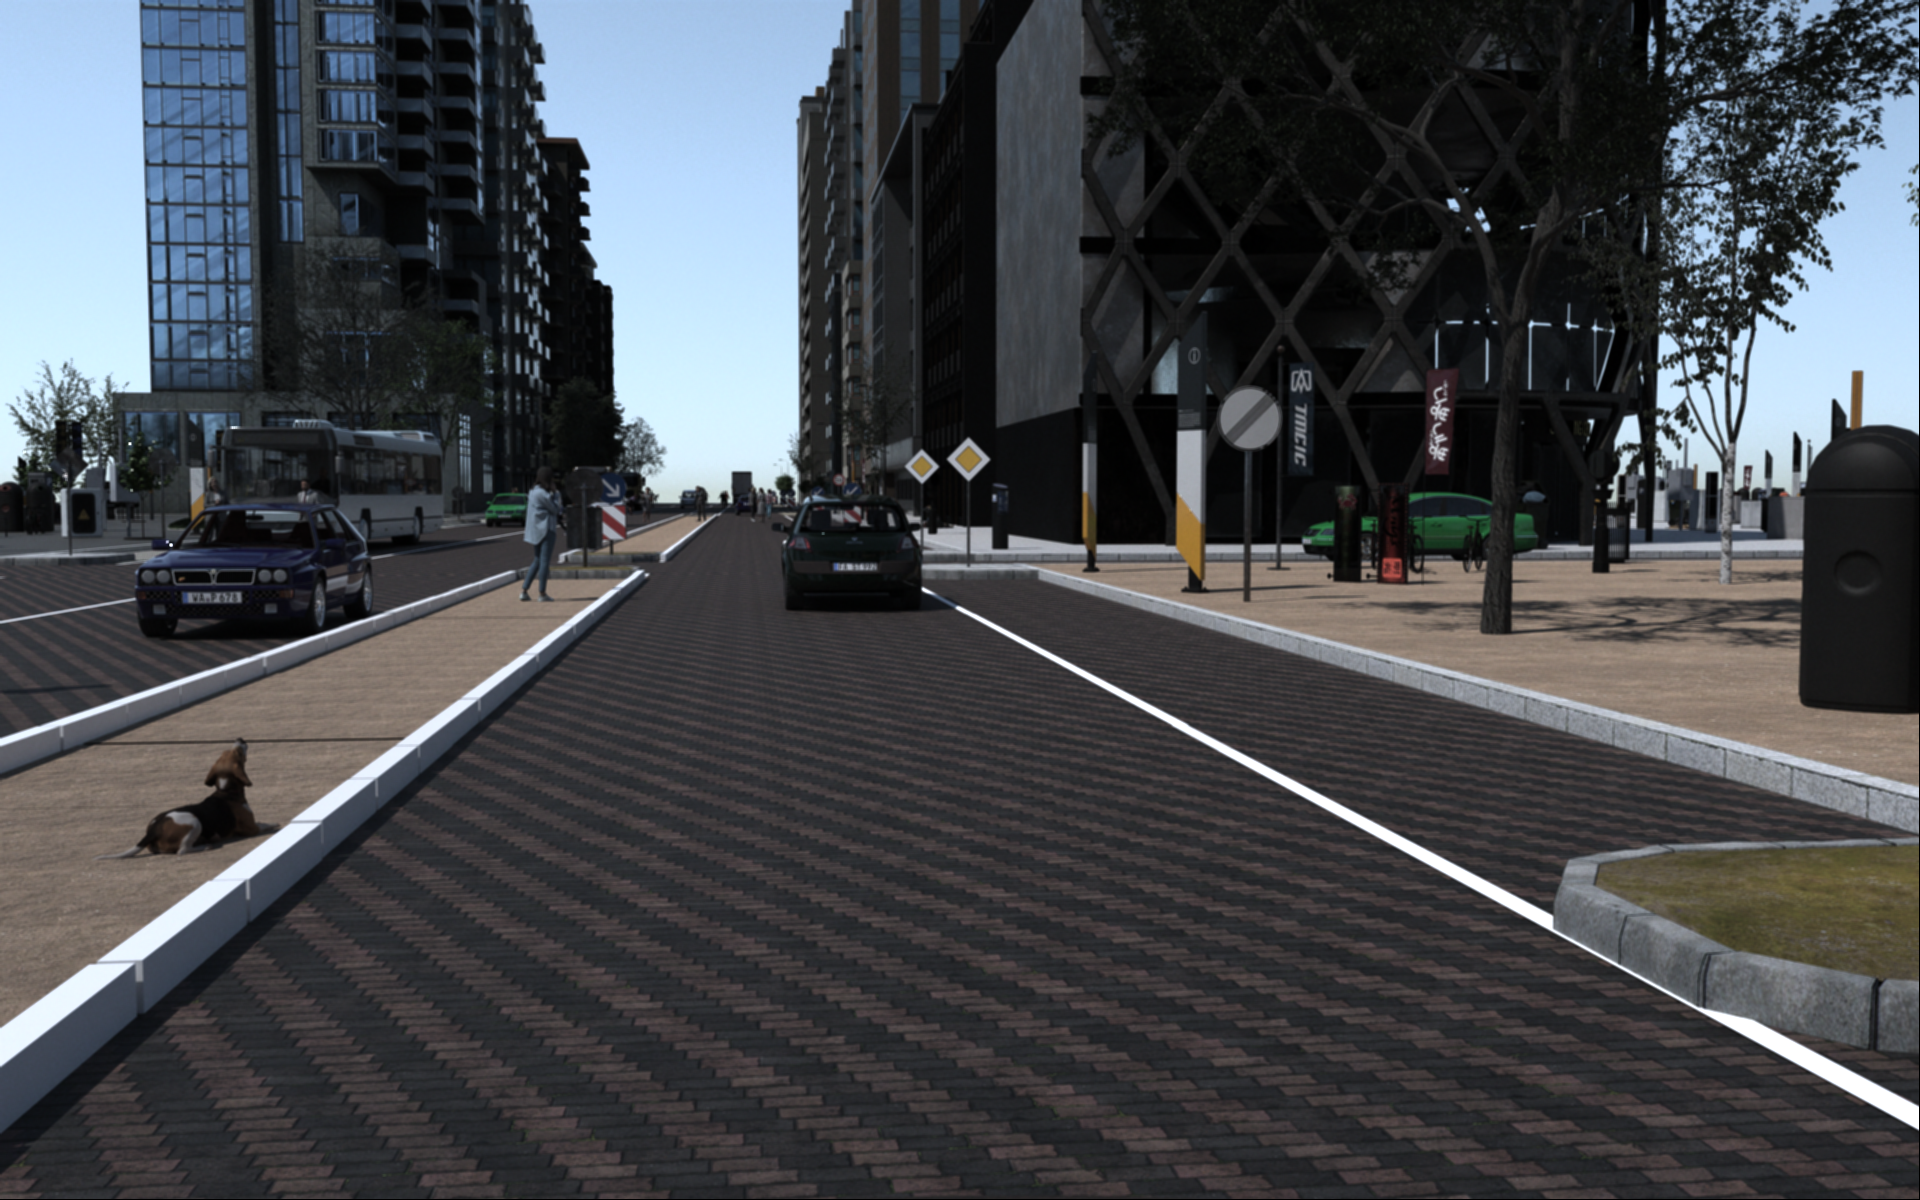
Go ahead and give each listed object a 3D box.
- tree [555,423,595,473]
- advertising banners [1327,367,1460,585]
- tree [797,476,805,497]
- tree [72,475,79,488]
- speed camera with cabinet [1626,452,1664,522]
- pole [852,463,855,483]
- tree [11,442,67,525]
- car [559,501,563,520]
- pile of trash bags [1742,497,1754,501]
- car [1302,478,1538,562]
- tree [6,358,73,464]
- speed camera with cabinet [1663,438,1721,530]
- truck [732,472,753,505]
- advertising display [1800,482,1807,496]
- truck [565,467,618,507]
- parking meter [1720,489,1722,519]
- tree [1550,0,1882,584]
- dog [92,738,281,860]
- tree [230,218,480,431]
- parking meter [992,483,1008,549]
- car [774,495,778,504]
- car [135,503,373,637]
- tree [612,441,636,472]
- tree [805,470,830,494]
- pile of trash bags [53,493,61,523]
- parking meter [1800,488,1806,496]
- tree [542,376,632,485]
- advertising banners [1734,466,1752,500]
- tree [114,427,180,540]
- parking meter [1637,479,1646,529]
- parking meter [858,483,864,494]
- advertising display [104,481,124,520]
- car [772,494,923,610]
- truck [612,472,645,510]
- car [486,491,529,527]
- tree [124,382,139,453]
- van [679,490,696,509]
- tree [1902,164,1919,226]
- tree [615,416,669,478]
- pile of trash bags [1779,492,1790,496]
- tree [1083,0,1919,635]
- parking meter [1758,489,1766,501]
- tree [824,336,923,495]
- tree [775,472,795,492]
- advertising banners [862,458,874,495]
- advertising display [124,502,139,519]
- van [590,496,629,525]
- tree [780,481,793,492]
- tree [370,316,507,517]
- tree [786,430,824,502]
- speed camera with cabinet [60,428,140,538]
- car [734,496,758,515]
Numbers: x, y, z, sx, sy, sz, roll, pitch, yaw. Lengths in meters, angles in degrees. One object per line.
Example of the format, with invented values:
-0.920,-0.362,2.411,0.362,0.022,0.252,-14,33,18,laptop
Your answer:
-38.955,-13.810,176.147,4.360,8.622,3.978,0,3,0,tree
6.142,-1.739,24.618,0.090,3.025,2.074,-3,5,-44,advertising banners
-16.350,-11.547,183.387,1.663,3.219,1.824,0,3,0,tree
-37.817,-4.794,72.987,1.663,3.219,1.824,0,3,0,tree
31.977,-5.266,80.432,0.660,3.252,2.038,-3,4,-38,speed camera with cabinet
-6.869,-7.228,112.028,0.158,3.312,0.155,0,3,0,pole
-34.578,-4.289,64.722,1.663,3.219,1.824,0,3,0,tree
-23.017,-5.292,96.122,1.945,1.707,3.694,-1,4,-8,car
43.192,-5.386,97.819,3.447,1.369,1.912,2,4,29,pile of trash bags
9.380,-1.634,35.513,4.718,1.807,1.959,0,4,-7,car
-48.262,-8.702,92.644,4.737,8.622,4.395,0,3,0,tree
26.229,-4.128,61.831,2.038,3.252,0.660,-2,4,-25,speed camera with cabinet
-27.961,-14.280,222.385,2.839,4.237,11.283,0,4,-7,truck
46.194,-5.456,94.425,0.974,1.923,0.123,0,4,-7,advertising display
-26.226,-7.866,124.539,3.469,3.379,9.791,0,4,-7,truck
38.393,-4.827,87.336,0.372,1.533,0.369,0,3,0,parking meter
10.855,-4.546,24.687,4.360,8.622,3.978,0,3,0,tree
-3.160,0.802,7.077,0.748,0.427,0.550,-2,4,-27,dog
-26.857,-10.212,77.341,12.009,13.543,11.850,0,3,0,tree
0.937,-1.950,40.296,0.372,1.533,0.369,0,3,0,parking meter
-25.870,-13.949,237.652,1.945,1.707,3.694,0,4,-8,car
-7.541,-0.376,18.730,1.945,1.354,3.894,0,4,-8,car
-43.673,-16.567,221.227,4.737,8.622,4.395,0,3,0,tree
-11.145,-8.819,138.791,1.663,3.219,1.824,0,3,0,tree
-39.810,-4.124,77.178,1.912,1.369,3.447,0,4,1,pile of trash bags
32.960,-3.639,67.915,0.372,1.533,0.369,0,3,0,parking meter
-39.838,-17.017,184.877,9.857,13.997,8.962,0,3,0,tree
47.991,-6.787,107.161,0.090,3.025,2.074,-3,4,-37,advertising banners
-23.128,-3.312,48.759,1.663,3.219,1.824,0,3,0,tree
25.178,-3.556,63.844,0.255,1.863,0.399,-2,4,-32,parking meter
-5.006,-4.943,86.535,0.399,1.863,0.255,0,4,5,parking meter
-42.739,-5.010,87.128,0.123,1.923,0.974,3,4,36,advertising display
-1.475,-0.799,22.844,2.009,1.686,4.222,0,4,-6,car
-29.639,-9.664,153.922,3.469,3.379,9.791,-1,4,-9,truck
-19.847,-4.147,76.604,1.959,1.807,4.718,0,4,-7,car
-51.914,-9.441,104.730,4.737,8.622,4.395,0,3,0,tree
-26.620,-9.995,170.431,2.013,2.044,4.112,0,4,-6,van
15.548,-4.478,23.576,4.737,8.622,4.395,0,3,0,tree
-50.177,-21.890,268.273,12.009,13.543,11.850,0,3,0,tree
39.349,-4.431,82.195,1.912,1.369,3.447,2,4,33,pile of trash bags
4.759,-4.948,15.310,8.767,10.594,7.601,2,4,25,tree
41.194,-4.926,88.954,0.372,1.533,0.369,0,3,0,parking meter
-3.858,-7.909,79.667,4.360,8.622,3.978,0,3,0,tree
-26.458,-17.038,262.286,4.285,4.588,4.351,0,3,0,tree
-4.450,-5.334,83.404,0.090,3.025,2.074,-1,4,-16,advertising banners
-42.382,-5.088,88.405,0.123,1.923,0.974,2,4,30,advertising display
-15.869,-4.333,77.853,2.013,2.044,4.112,-1,4,-9,van
-25.385,-15.712,251.489,1.663,3.219,1.824,0,3,0,tree
-29.436,-10.518,97.727,9.928,11.665,9.643,0,3,0,tree
-17.679,-15.005,195.691,4.360,8.622,3.978,0,3,0,tree
-25.502,-3.488,51.360,2.038,3.252,0.660,-3,5,-44,speed camera with cabinet
-14.323,-6.404,117.280,1.945,1.354,3.894,-1,4,-9,car
